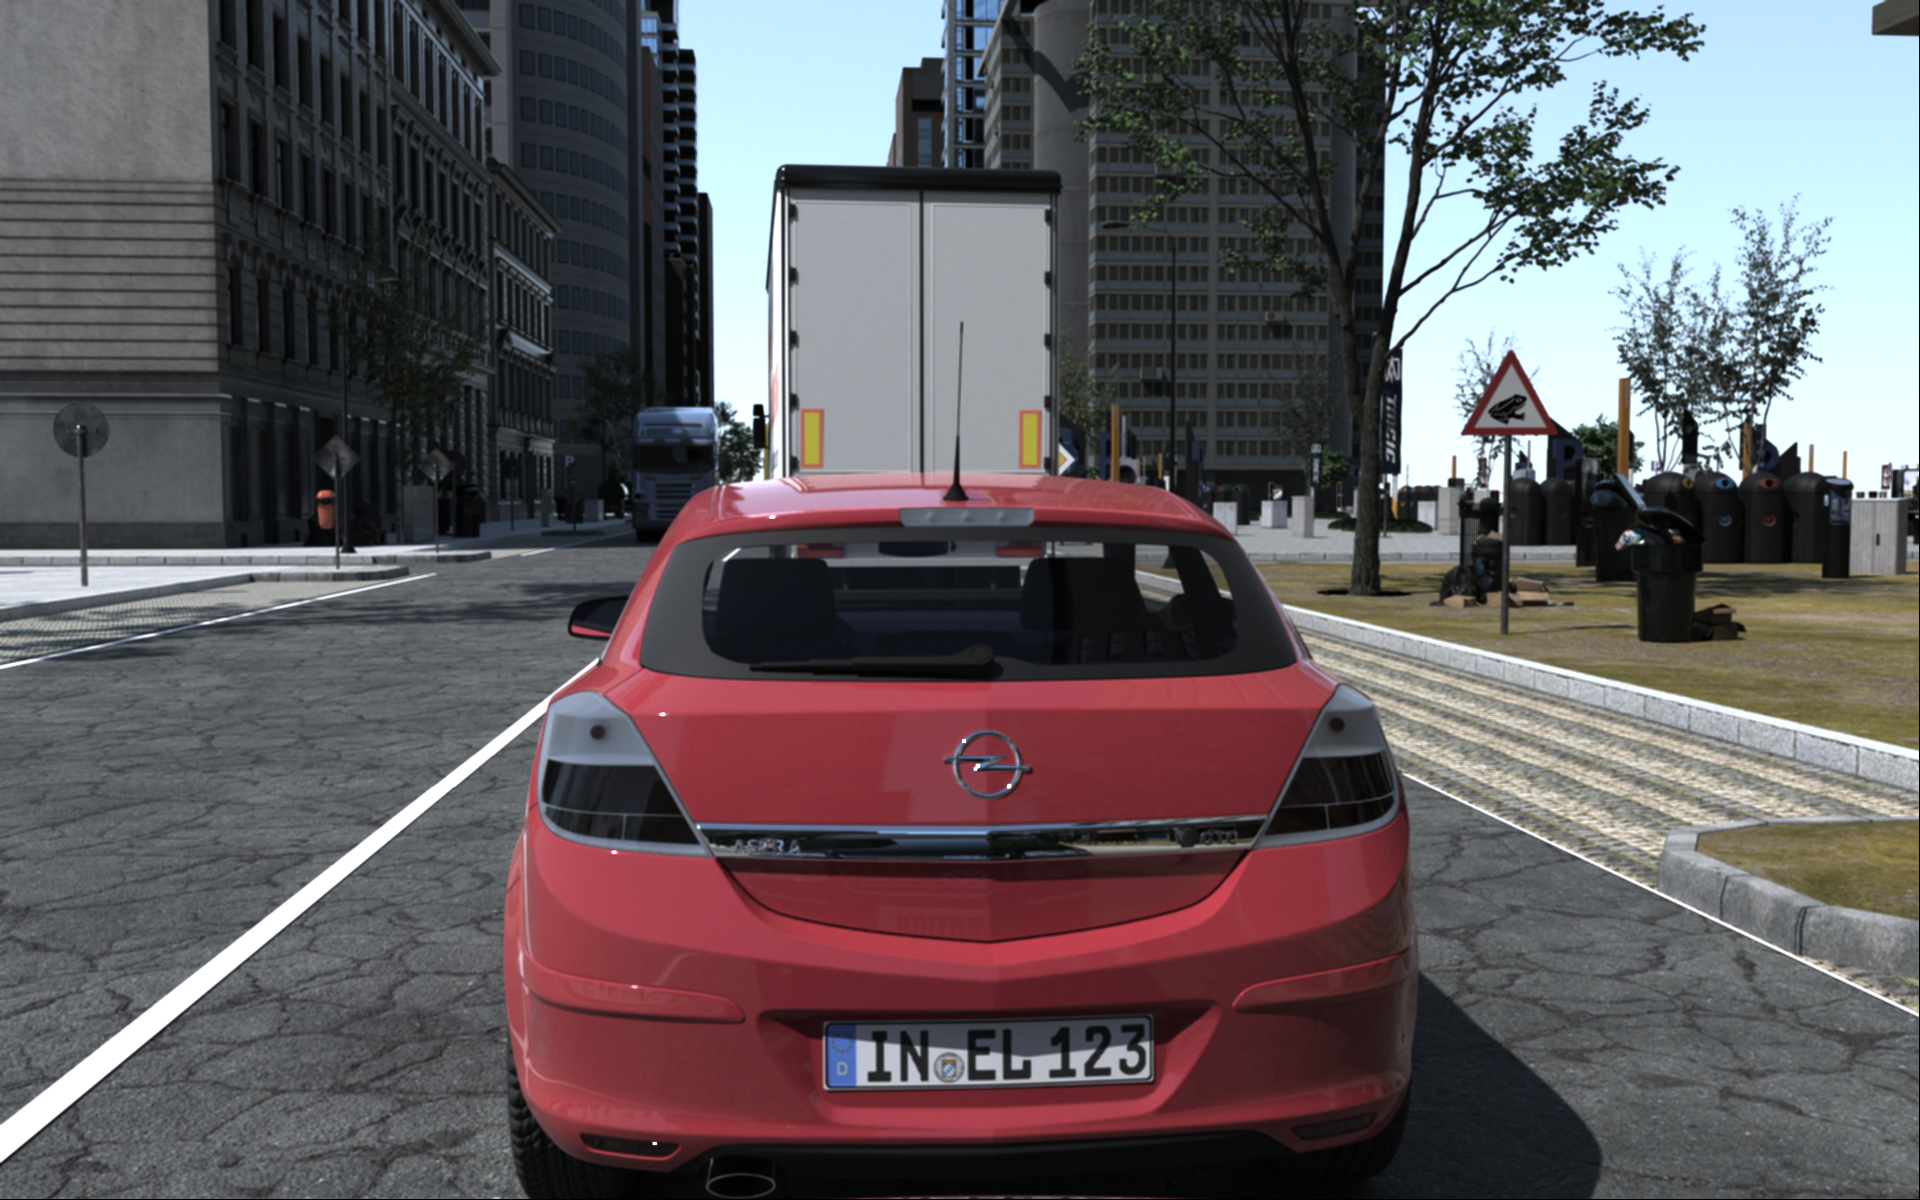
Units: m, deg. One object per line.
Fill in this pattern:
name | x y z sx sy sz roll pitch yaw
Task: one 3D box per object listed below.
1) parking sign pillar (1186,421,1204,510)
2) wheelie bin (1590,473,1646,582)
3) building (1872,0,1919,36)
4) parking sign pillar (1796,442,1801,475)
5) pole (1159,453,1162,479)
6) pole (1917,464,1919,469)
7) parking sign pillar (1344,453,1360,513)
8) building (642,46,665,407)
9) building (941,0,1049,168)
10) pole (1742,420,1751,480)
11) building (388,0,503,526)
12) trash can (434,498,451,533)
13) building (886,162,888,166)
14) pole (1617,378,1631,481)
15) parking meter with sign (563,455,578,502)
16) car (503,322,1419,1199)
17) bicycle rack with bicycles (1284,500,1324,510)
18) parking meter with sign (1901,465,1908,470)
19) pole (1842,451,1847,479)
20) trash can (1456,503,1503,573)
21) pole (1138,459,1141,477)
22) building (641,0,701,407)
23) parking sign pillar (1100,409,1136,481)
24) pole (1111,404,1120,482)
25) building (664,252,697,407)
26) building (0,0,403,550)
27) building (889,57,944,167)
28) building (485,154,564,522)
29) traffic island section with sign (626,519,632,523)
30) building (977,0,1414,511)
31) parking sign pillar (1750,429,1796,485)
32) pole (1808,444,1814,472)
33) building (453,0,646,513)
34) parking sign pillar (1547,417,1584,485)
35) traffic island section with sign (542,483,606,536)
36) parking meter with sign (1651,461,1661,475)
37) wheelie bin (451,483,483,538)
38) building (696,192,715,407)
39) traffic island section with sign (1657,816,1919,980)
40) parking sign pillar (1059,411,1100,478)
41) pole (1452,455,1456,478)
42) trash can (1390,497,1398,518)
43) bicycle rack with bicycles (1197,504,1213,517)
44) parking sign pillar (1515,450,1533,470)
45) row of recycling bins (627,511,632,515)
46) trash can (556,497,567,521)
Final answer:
parking sign pillar | 8.722 -4.642 64.367 1.447 3.967 1.447 1 4 19
wheelie bin | 9.698 -1.080 25.574 0.693 1.594 0.980 2 4 32
building | 25.038 -25.612 8.003 28.713 52.752 27.495 0 4 -5
parking sign pillar | 43.141 -6.224 90.233 1.447 3.967 1.447 -1 4 -18
pole | 10.019 -5.678 86.681 0.158 3.312 0.155 0 3 0
pole | 64.031 -7.459 115.799 0.158 3.312 0.155 0 3 0
parking sign pillar | 26.137 -7.748 115.160 1.447 3.967 1.447 3 4 36
building | -36.690 -31.826 170.458 14.600 45.320 14.200 0 4 -5
building | 7.050 -51.596 156.260 22.319 86.520 31.000 0 4 -5
pole | 21.548 -3.280 47.467 0.158 3.312 0.155 0 3 0
building | -24.951 -14.573 67.144 11.050 23.489 19.941 0 4 -5
trash can | -17.028 -2.755 56.695 0.748 1.137 0.748 0 3 0
building | 0.334 -37.546 233.482 23.786 49.044 30.456 0 4 -5
pole | 11.693 -2.245 30.553 0.158 3.312 0.155 0 3 0
parking meter with sign | -17.165 -4.913 76.583 0.543 3.016 1.738 -1 4 -19
car | -0.117 0.245 5.041 2.155 1.783 4.494 0 4 -4
bicycle rack with bicycles | 20.366 -5.610 105.111 2.852 0.926 2.925 -1 4 -18
parking meter with sign | 57.275 -6.570 103.673 1.738 3.016 0.543 0 4 -6
pole | 41.853 -5.391 81.991 0.158 3.312 0.155 0 3 0
trash can | 8.467 -1.014 28.234 0.748 1.137 0.748 0 3 0
pole | 10.346 -6.510 100.285 0.158 3.312 0.155 0 3 0
building | -44.120 -55.830 225.484 22.319 86.520 31.000 0 4 -5
parking sign pillar | 4.965 -4.047 54.644 1.447 3.967 1.447 -3 4 -36
pole | 3.531 -2.783 39.346 0.158 3.312 0.155 0 3 0
building | -38.583 -26.456 204.251 14.160 30.474 14.107 0 4 -5
building | -22.548 -12.170 48.123 9.793 20.994 18.267 0 4 -5
building | 0.612 -32.388 179.647 14.600 45.320 14.200 0 4 -5
building | -26.778 -13.675 88.210 10.561 19.102 19.286 0 4 -5
traffic island section with sign | -15.735 -4.803 87.161 1.989 1.847 2.006 0 4 -5
building | 14.694 -26.845 130.795 32.217 40.220 23.993 0 4 -5
parking sign pillar | 31.375 -4.842 67.632 1.447 3.967 1.447 -1 4 -14
pole | 34.846 -4.717 70.967 0.158 3.312 0.155 0 3 0
building | -34.728 -35.620 124.379 21.231 58.520 28.212 0 4 -5
parking sign pillar | 21.337 -4.432 60.933 1.447 3.967 1.447 -1 4 -14
traffic island section with sign | -13.323 -3.134 59.868 1.989 1.847 2.006 0 4 -5
parking meter with sign | 36.319 -5.700 89.450 0.543 3.016 1.738 0 4 -2
wheelie bin | -14.572 -2.656 51.335 0.693 1.594 0.980 3 5 41
building | -42.767 -36.660 249.507 14.600 45.320 14.200 0 4 -5
traffic island section with sign | 3.532 0.171 5.832 1.989 1.847 2.006 0 4 -5
parking sign pillar | 2.974 -3.782 50.307 1.447 3.967 1.447 3 4 37
pole | 26.100 -5.977 91.562 0.158 3.312 0.155 0 3 0
trash can | 22.254 -4.732 89.025 0.748 1.137 0.748 0 3 0
bicycle rack with bicycles | 7.617 -2.898 60.768 2.852 0.926 2.925 -1 4 -17
parking sign pillar | 34.324 -7.158 105.511 1.447 3.967 1.447 -1 4 -13
row of recycling bins | -20.293 -6.215 108.728 1.069 1.692 3.534 -1 4 -16
trash can | -19.178 -4.412 83.787 0.748 1.137 0.748 0 3 0
